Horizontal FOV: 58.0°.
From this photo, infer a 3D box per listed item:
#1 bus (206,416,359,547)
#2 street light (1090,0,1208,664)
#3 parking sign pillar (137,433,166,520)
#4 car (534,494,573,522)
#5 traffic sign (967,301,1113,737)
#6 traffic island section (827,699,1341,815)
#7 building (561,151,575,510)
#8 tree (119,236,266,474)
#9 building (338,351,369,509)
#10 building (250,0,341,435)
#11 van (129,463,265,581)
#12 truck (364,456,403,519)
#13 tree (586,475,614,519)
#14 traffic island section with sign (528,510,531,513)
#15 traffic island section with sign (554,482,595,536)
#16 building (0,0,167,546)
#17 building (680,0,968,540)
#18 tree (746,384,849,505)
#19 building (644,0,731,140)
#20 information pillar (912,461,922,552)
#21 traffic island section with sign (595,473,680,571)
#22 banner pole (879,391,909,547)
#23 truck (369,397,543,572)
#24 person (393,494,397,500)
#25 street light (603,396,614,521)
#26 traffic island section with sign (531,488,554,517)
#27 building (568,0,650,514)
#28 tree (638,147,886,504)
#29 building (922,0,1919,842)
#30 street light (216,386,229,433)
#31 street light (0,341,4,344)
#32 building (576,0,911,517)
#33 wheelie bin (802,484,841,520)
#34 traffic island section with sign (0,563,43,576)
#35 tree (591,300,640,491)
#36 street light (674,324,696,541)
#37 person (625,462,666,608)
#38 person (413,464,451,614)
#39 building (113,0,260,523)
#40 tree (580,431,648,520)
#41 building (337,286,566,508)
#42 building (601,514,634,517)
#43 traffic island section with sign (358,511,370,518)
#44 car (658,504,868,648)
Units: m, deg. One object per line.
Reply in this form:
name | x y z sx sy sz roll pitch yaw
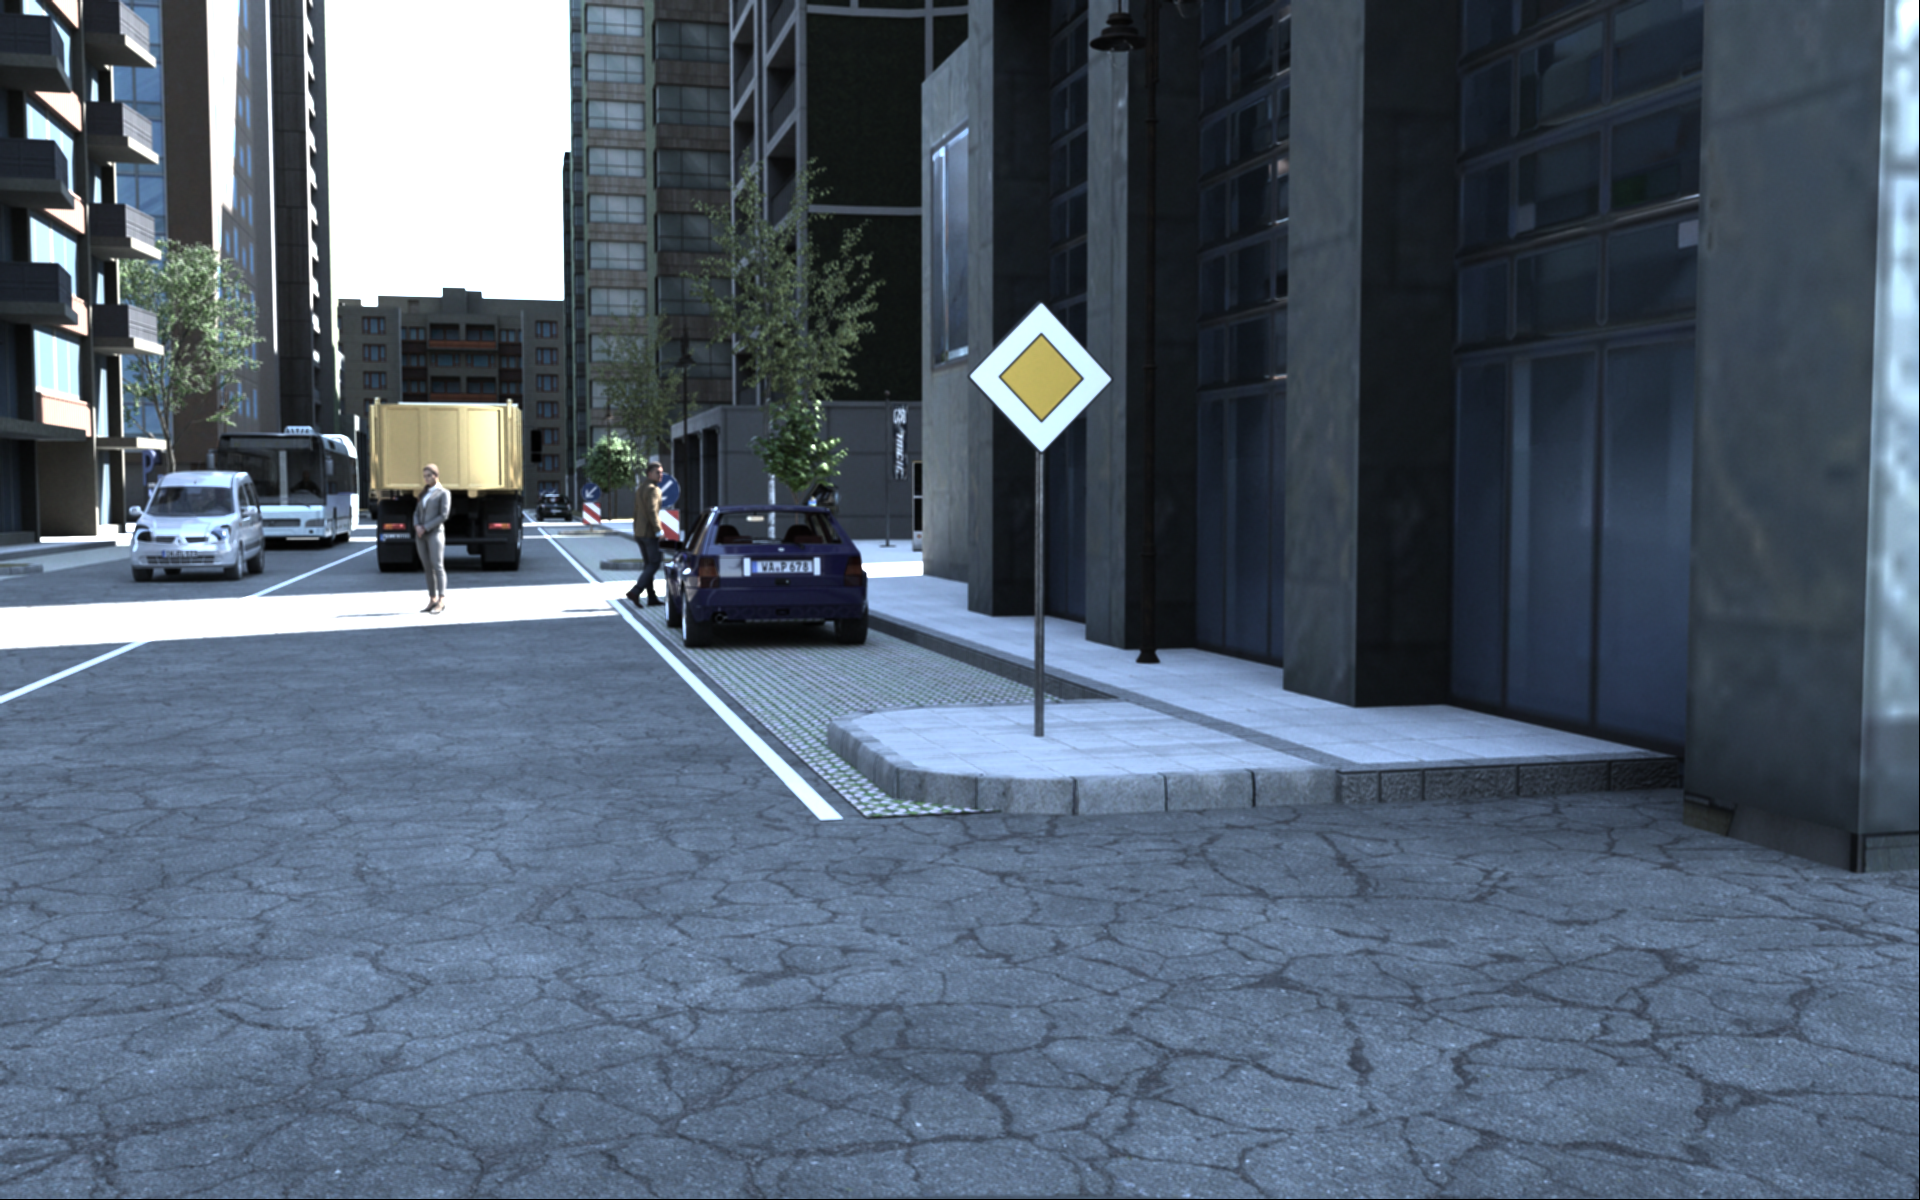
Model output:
bus | -18.836 -3.312 49.018 2.948 3.499 13.247 -1 4 -15
street light | 1.432 -2.460 13.015 0.468 5.910 1.993 -1 4 -15
parking sign pillar | -35.096 -5.321 75.469 1.447 3.967 1.447 3 5 41
car | -21.322 -4.965 90.958 2.009 1.686 4.222 -1 4 -16
traffic sign | 0.416 -0.334 9.109 0.795 2.450 0.064 -1 4 -15
traffic island section | 0.437 0.801 9.192 2.009 0.180 2.903 -1 4 -15
building | -27.246 -23.150 150.195 14.160 30.474 14.107 -1 4 -15
tree | -30.503 -8.610 66.525 9.928 11.665 9.643 0 3 0
building | -64.370 -50.331 135.591 31.000 86.520 22.319 -1 4 -15
building | -51.108 -26.663 119.538 14.154 41.232 14.086 -1 4 -15
van | -13.103 -1.398 29.872 2.013 2.044 4.112 -1 4 -15
truck | -32.879 -6.872 101.270 2.839 4.237 11.283 -1 4 -13
tree | -18.535 -5.859 90.404 1.663 3.219 1.824 0 3 0
traffic island section with sign | -32.431 -7.679 134.180 1.989 1.847 2.006 -1 4 -15
traffic island section with sign | -12.894 -3.136 59.901 1.989 1.847 2.006 -1 4 -15
building | -34.256 -23.840 44.406 22.147 44.769 28.867 -1 4 -15
building | 2.174 -37.566 52.452 20.563 71.187 20.611 -1 4 -15
tree | -2.761 -2.205 30.651 1.663 3.219 1.824 0 3 0
building | -7.082 -18.700 77.439 14.160 30.474 14.107 -1 4 -15
information pillar | -0.892 -2.092 38.703 0.304 2.012 0.304 0 4 7
traffic island section with sign | -5.877 -1.503 33.203 1.989 1.847 2.006 -1 4 -15
banner pole | -1.585 -3.189 42.156 0.863 3.779 0.401 -3 5 -40
truck | -10.362 -2.432 35.688 3.469 3.379 9.791 -1 4 -14
person | -26.391 -4.261 81.407 0.421 1.427 0.697 3 4 38
street light | -16.529 -6.653 81.559 0.468 5.910 1.993 -1 4 -15
traffic island section with sign | -25.522 -6.073 107.922 1.989 1.847 2.006 -1 4 -15
building | -23.476 -27.689 136.308 14.154 41.232 14.086 -1 4 -15
tree | -3.880 -5.341 37.685 4.737 8.622 4.395 0 3 0
building | 15.548 -43.176 18.594 31.000 86.520 22.319 -1 4 -15
street light | -31.465 -6.205 74.236 0.468 5.910 1.993 -1 4 -15
street light | -22.439 -4.106 39.918 0.468 5.910 1.993 -1 4 -15
building | -15.933 -41.635 118.990 20.563 71.187 20.611 -1 4 -15
wheelie bin | -2.644 -1.543 33.140 0.693 1.594 0.980 0 4 1
traffic island section with sign | -17.509 -1.352 30.735 1.989 1.847 2.006 -1 4 -15
tree | -12.247 -7.117 66.726 4.737 8.622 4.395 0 3 0
street light | -7.500 -4.559 47.331 0.468 5.910 1.993 -1 4 -15
person | -3.917 -0.820 21.820 0.656 1.842 0.836 2 4 26
person | -6.413 -0.740 20.870 0.520 1.790 0.573 1 4 12
building | -42.090 -26.441 82.422 14.600 45.320 14.200 -1 4 -15
tree | -17.331 -6.338 87.333 4.285 4.588 4.351 0 3 0
building | -49.796 -20.147 174.446 28.899 21.520 27.650 -1 4 -15
building | -15.152 -25.603 102.206 14.154 41.232 14.086 -1 4 -15
traffic island section with sign | -36.929 -5.871 104.617 1.989 1.847 2.006 -1 4 -15
car | -2.043 -0.305 17.560 1.945 1.354 3.894 -1 4 -13
